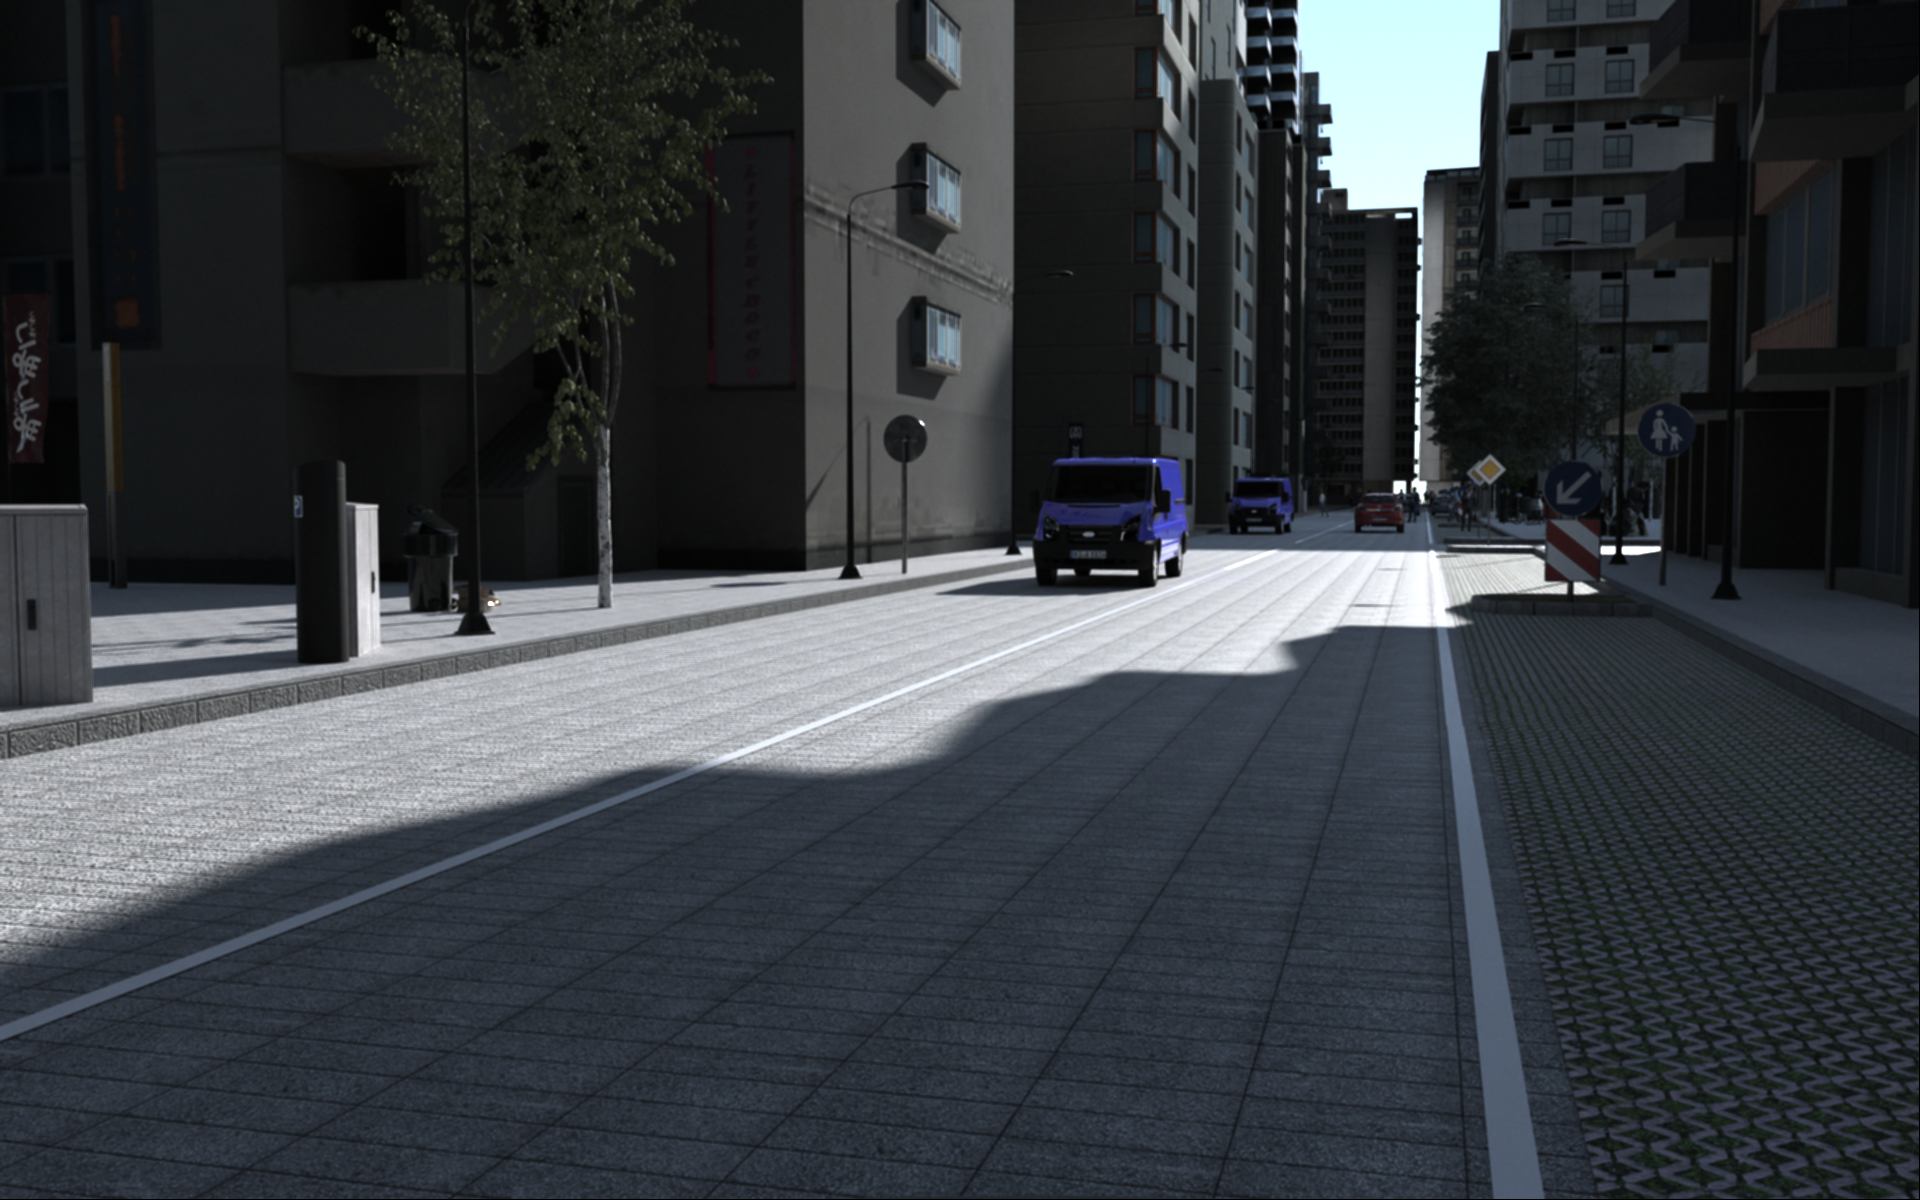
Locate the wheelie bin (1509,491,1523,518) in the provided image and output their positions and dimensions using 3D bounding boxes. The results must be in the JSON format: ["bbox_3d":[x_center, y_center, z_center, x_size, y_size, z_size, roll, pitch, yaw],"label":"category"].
[{"bbox_3d":[29.976,-5.257,93.864,0.980,1.594,0.693,2,4,27],"label":"wheelie bin"}]

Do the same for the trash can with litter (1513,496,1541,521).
[{"bbox_3d":[27.862,-4.460,83.981,2.233,1.210,1.678,0,4,6],"label":"trash can with litter"}]

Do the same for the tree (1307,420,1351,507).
[{"bbox_3d":[36.874,-13.638,173.341,4.360,8.622,3.978,0,3,0],"label":"tree"}]

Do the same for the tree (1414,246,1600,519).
[{"bbox_3d":[28.583,-11.255,90.678,9.857,13.997,8.962,0,3,0],"label":"tree"}]

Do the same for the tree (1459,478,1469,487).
[{"bbox_3d":[54.872,-11.900,189.168,1.663,3.219,1.824,0,3,0],"label":"tree"}]

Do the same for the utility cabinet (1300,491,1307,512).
[{"bbox_3d":[24.057,-6.894,121.398,0.318,1.500,1.173,1,4,20],"label":"utility cabinet"}]

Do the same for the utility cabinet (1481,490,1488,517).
[{"bbox_3d":[28.964,-5.323,95.702,0.318,1.500,1.173,1,4,14],"label":"utility cabinet"}]

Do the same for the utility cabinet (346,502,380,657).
[{"bbox_3d":[-4.951,-0.179,14.090,0.306,1.237,1.020,-1,4,-9],"label":"utility cabinet"}]

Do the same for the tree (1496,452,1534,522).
[{"bbox_3d":[25.125,-5.175,79.211,1.663,3.219,1.824,0,3,0],"label":"tree"}]

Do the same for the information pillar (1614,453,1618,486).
[{"bbox_3d":[37.415,-6.558,98.573,0.183,3.616,0.504,-2,4,-28],"label":"information pillar"}]

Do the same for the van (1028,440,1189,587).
[{"bbox_3d":[2.554,-1.486,28.678,2.240,2.365,5.245,1,4,14],"label":"van"}]

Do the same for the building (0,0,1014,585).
[{"bbox_3d":[-11.572,-25.105,34.171,21.600,48.544,21.300,1,4,15],"label":"building"}]

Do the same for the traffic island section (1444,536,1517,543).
[{"bbox_3d":[15.194,-1.736,50.658,2.009,0.180,2.903,1,4,15],"label":"traffic island section"}]

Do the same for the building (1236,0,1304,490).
[{"bbox_3d":[20.606,-51.634,156.889,22.319,86.520,31.000,1,4,15],"label":"building"}]

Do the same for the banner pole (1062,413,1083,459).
[{"bbox_3d":[3.409,-3.874,53.357,0.863,3.779,0.401,-1,4,-9],"label":"banner pole"}]

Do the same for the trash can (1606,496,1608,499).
[{"bbox_3d":[40.258,-5.839,107.115,0.748,1.137,0.748,0,3,0],"label":"trash can"}]

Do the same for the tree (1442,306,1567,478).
[{"bbox_3d":[33.012,-11.429,104.998,7.486,12.596,7.792,0,3,0],"label":"tree"}]

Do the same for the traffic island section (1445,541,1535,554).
[{"bbox_3d":[13.126,-1.264,42.945,2.009,0.180,2.903,1,4,15],"label":"traffic island section"}]

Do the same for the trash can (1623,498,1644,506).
[{"bbox_3d":[22.653,-2.860,58.410,0.748,1.137,0.748,0,3,0],"label":"trash can"}]

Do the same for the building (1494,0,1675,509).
[{"bbox_3d":[56.334,-33.382,135.041,28.713,52.752,27.495,1,4,15],"label":"building"}]

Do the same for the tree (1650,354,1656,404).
[{"bbox_3d":[28.427,-7.664,75.661,4.360,8.622,3.978,0,3,0],"label":"tree"}]

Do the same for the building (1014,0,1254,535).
[{"bbox_3d":[-3.406,-13.797,70.621,27.650,21.520,28.899,1,4,15],"label":"building"}]

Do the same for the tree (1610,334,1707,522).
[{"bbox_3d":[32.287,-7.935,80.092,4.737,8.622,4.395,0,3,0],"label":"tree"}]

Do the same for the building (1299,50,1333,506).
[{"bbox_3d":[25.003,-34.913,190.428,30.456,49.044,23.786,1,4,15],"label":"building"}]

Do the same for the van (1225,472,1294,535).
[{"bbox_3d":[11.018,-3.601,63.259,2.240,2.365,5.245,1,4,16],"label":"van"}]

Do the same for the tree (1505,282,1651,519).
[{"bbox_3d":[21.333,-6.779,61.193,4.360,8.622,3.978,0,3,0],"label":"tree"}]

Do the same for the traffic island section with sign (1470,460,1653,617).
[{"bbox_3d":[7.297,-0.765,21.137,1.989,1.847,2.006,1,4,15],"label":"traffic island section with sign"}]

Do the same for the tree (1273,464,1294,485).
[{"bbox_3d":[20.621,-7.154,111.562,1.663,3.219,1.824,0,3,0],"label":"tree"}]

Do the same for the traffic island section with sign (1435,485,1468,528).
[{"bbox_3d":[21.582,-4.024,74.418,1.989,1.847,2.006,1,4,15],"label":"traffic island section with sign"}]

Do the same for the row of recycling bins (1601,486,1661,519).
[{"bbox_3d":[34.727,-5.101,90.506,3.534,1.692,1.069,2,4,25],"label":"row of recycling bins"}]

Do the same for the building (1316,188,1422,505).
[{"bbox_3d":[46.867,-32.498,223.224,23.993,40.220,32.217,1,4,15],"label":"building"}]

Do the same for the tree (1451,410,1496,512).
[{"bbox_3d":[38.042,-10.613,123.881,4.737,8.622,4.395,0,3,0],"label":"tree"}]

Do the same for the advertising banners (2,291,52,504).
[{"bbox_3d":[-8.804,-1.167,15.274,2.074,3.025,0.090,1,4,17],"label":"advertising banners"}]

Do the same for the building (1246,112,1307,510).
[{"bbox_3d":[19.280,-22.217,134.956,14.160,30.474,14.107,1,4,15],"label":"building"}]

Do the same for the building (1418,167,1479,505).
[{"bbox_3d":[63.018,-32.191,209.922,14.086,41.232,14.154,1,4,15],"label":"building"}]

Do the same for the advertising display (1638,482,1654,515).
[{"bbox_3d":[36.548,-5.328,92.334,0.123,1.923,0.974,-2,4,-27],"label":"advertising display"}]

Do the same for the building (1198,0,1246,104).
[{"bbox_3d":[3.629,-31.880,110.473,28.713,52.752,27.495,1,4,15],"label":"building"}]

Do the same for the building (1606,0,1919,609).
[{"bbox_3d":[22.055,-22.565,23.555,22.147,44.769,28.867,1,4,15],"label":"building"}]

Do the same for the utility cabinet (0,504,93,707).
[{"bbox_3d":[-5.844,0.041,10.489,1.020,1.237,0.306,-2,4,-30],"label":"utility cabinet"}]

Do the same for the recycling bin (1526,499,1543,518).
[{"bbox_3d":[30.876,-4.925,93.081,0.722,1.027,0.722,3,4,37],"label":"recycling bin"}]

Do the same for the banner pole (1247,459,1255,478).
[{"bbox_3d":[20.806,-8.203,124.140,0.863,3.779,0.401,1,4,16],"label":"banner pole"}]

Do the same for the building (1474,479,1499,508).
[{"bbox_3d":[58.824,-44.090,159.131,20.563,71.187,20.611,1,4,15],"label":"building"}]

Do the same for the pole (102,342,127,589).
[{"bbox_3d":[-11.434,-1.809,23.426,0.158,3.312,0.155,0,3,0],"label":"pole"}]

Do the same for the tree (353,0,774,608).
[{"bbox_3d":[-4.239,-4.213,19.248,4.737,8.622,4.395,0,3,0],"label":"tree"}]

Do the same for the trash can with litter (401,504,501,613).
[{"bbox_3d":[-5.568,-0.466,18.999,1.055,1.170,0.624,1,4,10],"label":"trash can with litter"}]

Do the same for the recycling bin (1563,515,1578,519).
[{"bbox_3d":[23.650,-3.304,66.566,0.722,1.027,0.722,0,4,-1],"label":"recycling bin"}]

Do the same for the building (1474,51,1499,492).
[{"bbox_3d":[65.146,-34.021,179.940,21.300,48.544,21.600,1,4,15],"label":"building"}]
